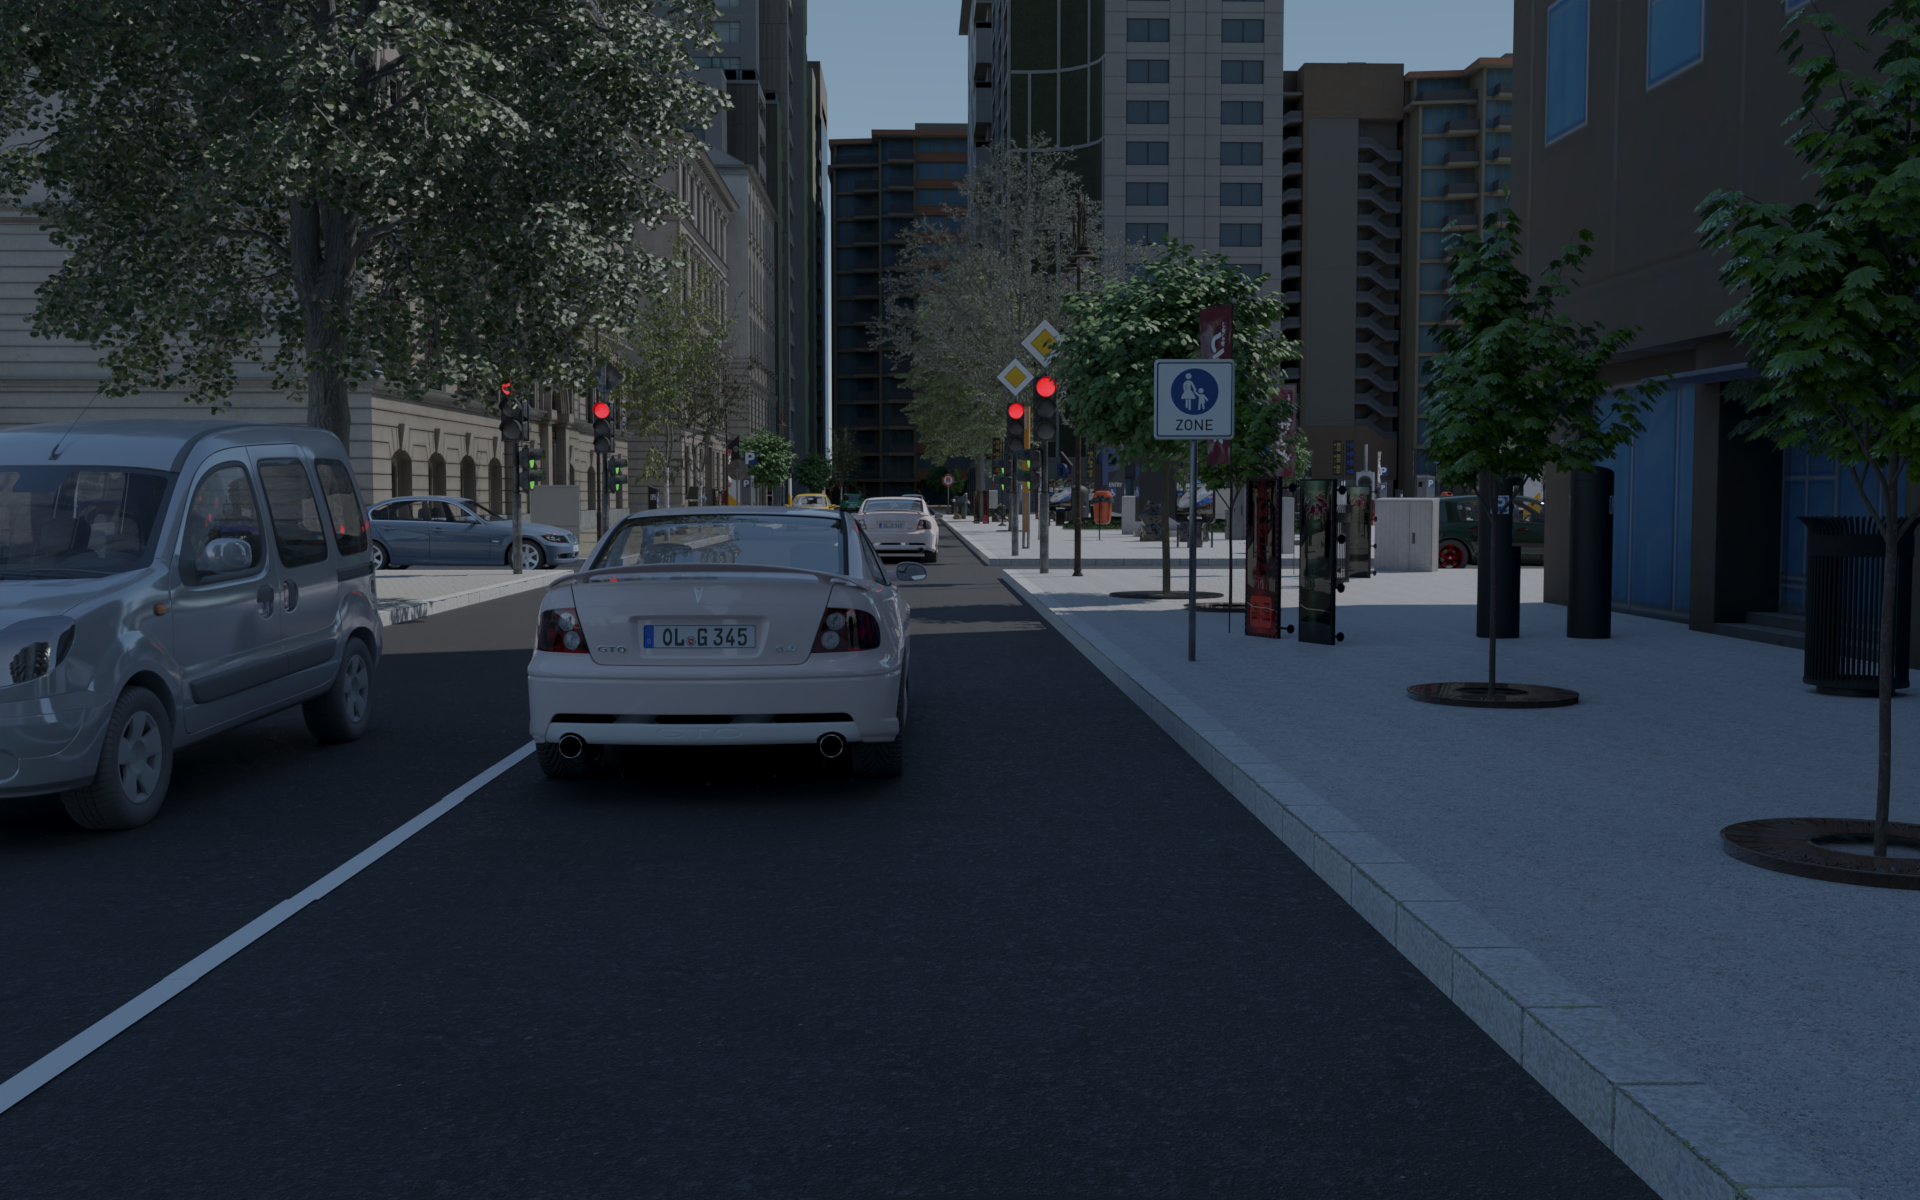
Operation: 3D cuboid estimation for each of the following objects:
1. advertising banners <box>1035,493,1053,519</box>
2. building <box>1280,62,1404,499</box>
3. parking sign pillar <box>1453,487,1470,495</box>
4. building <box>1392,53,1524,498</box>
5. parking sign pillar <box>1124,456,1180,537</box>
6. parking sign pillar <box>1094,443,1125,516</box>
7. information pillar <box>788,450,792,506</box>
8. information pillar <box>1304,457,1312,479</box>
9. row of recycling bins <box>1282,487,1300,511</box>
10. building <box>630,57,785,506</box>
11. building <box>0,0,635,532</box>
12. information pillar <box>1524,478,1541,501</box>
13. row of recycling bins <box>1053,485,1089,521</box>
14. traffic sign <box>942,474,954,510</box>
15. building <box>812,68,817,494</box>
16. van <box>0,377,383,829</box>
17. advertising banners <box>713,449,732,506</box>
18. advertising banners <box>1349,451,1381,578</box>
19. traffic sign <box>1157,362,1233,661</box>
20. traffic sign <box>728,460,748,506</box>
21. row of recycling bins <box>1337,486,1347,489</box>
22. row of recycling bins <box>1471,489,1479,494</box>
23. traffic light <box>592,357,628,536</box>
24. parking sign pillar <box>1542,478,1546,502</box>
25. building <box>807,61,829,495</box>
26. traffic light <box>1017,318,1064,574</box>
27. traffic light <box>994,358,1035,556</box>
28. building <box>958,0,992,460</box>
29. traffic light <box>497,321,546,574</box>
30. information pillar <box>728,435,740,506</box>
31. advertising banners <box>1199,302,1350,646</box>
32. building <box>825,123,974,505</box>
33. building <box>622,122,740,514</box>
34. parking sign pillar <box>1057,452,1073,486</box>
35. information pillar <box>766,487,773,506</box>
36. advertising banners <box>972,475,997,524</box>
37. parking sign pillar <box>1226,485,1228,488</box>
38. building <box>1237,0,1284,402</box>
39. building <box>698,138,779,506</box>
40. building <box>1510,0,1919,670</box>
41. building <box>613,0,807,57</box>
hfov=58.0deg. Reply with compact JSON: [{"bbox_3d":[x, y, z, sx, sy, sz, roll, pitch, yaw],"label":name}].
[{"bbox_3d":[4.050,-5.627,88.193,2.074,3.025,0.090,3,5,43],"label":"advertising banners"},{"bbox_3d":[36.111,-32.262,177.600,14.200,45.320,14.600,0,4,-2],"label":"building"},{"bbox_3d":[31.984,-7.460,110.439,1.447,3.967,1.447,-1,4,-15],"label":"parking sign pillar"},{"bbox_3d":[57.718,-31.842,175.240,28.867,44.769,22.147,0,4,-2],"label":"building"},{"bbox_3d":[5.967,-3.900,52.231,1.447,3.967,1.447,-1,4,-13],"label":"parking sign pillar"},{"bbox_3d":[6.301,-5.165,72.921,1.447,3.967,1.447,-2,4,-33],"label":"parking sign pillar"},{"bbox_3d":[-8.959,-6.112,91.287,0.183,3.616,0.504,0,4,5],"label":"information pillar"},{"bbox_3d":[21.883,-7.184,108.816,0.504,3.616,0.183,-1,4,-12],"label":"information pillar"},{"bbox_3d":[18.822,-5.840,102.595,3.534,1.692,1.069,0,4,-4],"label":"row of recycling bins"},{"bbox_3d":[-19.598,-21.197,118.278,14.160,30.474,14.107,0,4,-2],"label":"building"},{"bbox_3d":[-18.339,-14.352,53.733,14.460,24.649,34.723,0,4,-2],"label":"building"},{"bbox_3d":[13.931,-3.109,42.183,0.183,3.616,0.504,-2,4,-26],"label":"information pillar"},{"bbox_3d":[5.255,-4.564,81.742,1.069,1.692,3.534,-1,4,-14],"label":"row of recycling bins"},{"bbox_3d":[-0.752,-6.803,111.327,0.768,2.556,0.104,0,4,4],"label":"traffic sign"},{"bbox_3d":[-20.766,-29.210,161.175,14.154,41.232,14.086,0,4,-2],"label":"building"},{"bbox_3d":[-4.324,-0.104,8.712,2.013,2.044,4.112,0,4,0],"label":"van"},{"bbox_3d":[-9.131,-4.319,66.804,0.090,3.025,2.074,1,4,12],"label":"advertising banners"},{"bbox_3d":[5.636,-1.886,27.019,0.090,3.025,2.074,-3,5,-40],"label":"advertising banners"},{"bbox_3d":[1.781,-0.679,13.238,0.606,2.300,0.079,0,4,2],"label":"traffic sign"},{"bbox_3d":[-8.215,-3.900,63.867,0.768,2.556,0.104,0,4,1],"label":"traffic sign"},{"bbox_3d":[20.364,-5.158,91.439,1.069,1.692,3.534,-2,4,-35],"label":"row of recycling bins"},{"bbox_3d":[26.983,-4.936,87.820,1.069,1.692,3.534,-1,4,-9],"label":"row of recycling bins"},{"bbox_3d":[-7.284,-2.855,35.606,0.839,4.253,0.868,0,4,-2],"label":"traffic light"},{"bbox_3d":[30.541,-6.144,88.924,1.447,3.967,1.447,-3,5,-42],"label":"parking sign pillar"},{"bbox_3d":[-20.891,-32.207,176.689,14.200,45.320,14.600,0,4,-2],"label":"building"},{"bbox_3d":[1.342,-2.382,27.869,0.839,4.253,0.868,0,4,-2],"label":"traffic light"},{"bbox_3d":[1.124,-2.870,35.851,0.839,4.253,0.868,0,4,-2],"label":"traffic light"},{"bbox_3d":[14.565,-35.586,171.067,28.713,52.752,27.495,0,4,-2],"label":"building"},{"bbox_3d":[-7.066,-2.367,27.624,0.839,4.253,0.868,0,4,-2],"label":"traffic light"},{"bbox_3d":[-8.938,-4.720,68.522,0.504,3.616,0.183,-2,4,-30],"label":"information pillar"},{"bbox_3d":[2.725,-1.176,15.418,0.090,3.025,2.074,-2,4,-27],"label":"advertising banners"},{"bbox_3d":[-2.796,-33.806,207.345,28.867,44.769,22.147,0,4,-2],"label":"building"},{"bbox_3d":[-16.541,-13.259,81.406,10.561,19.102,19.286,0,4,-2],"label":"building"},{"bbox_3d":[6.628,-7.392,109.337,1.447,3.967,1.447,-2,4,-28],"label":"parking sign pillar"},{"bbox_3d":[-9.331,-4.910,84.770,0.304,2.012,0.304,-1,4,-16],"label":"information pillar"},{"bbox_3d":[1.102,-4.796,74.595,0.090,3.025,2.074,-2,4,-31],"label":"advertising banners"},{"bbox_3d":[13.352,-6.249,90.642,1.447,3.967,1.447,-1,4,-12],"label":"parking sign pillar"},{"bbox_3d":[11.213,-42.053,125.817,20.563,71.187,20.611,0,4,-2],"label":"building"},{"bbox_3d":[-15.992,-15.349,100.111,9.793,20.994,18.267,0,4,-2],"label":"building"},{"bbox_3d":[13.648,-22.174,12.660,14.600,45.320,14.200,0,4,-2],"label":"building"},{"bbox_3d":[-19.003,-27.428,132.041,14.154,41.232,14.086,0,4,-2],"label":"building"}]
